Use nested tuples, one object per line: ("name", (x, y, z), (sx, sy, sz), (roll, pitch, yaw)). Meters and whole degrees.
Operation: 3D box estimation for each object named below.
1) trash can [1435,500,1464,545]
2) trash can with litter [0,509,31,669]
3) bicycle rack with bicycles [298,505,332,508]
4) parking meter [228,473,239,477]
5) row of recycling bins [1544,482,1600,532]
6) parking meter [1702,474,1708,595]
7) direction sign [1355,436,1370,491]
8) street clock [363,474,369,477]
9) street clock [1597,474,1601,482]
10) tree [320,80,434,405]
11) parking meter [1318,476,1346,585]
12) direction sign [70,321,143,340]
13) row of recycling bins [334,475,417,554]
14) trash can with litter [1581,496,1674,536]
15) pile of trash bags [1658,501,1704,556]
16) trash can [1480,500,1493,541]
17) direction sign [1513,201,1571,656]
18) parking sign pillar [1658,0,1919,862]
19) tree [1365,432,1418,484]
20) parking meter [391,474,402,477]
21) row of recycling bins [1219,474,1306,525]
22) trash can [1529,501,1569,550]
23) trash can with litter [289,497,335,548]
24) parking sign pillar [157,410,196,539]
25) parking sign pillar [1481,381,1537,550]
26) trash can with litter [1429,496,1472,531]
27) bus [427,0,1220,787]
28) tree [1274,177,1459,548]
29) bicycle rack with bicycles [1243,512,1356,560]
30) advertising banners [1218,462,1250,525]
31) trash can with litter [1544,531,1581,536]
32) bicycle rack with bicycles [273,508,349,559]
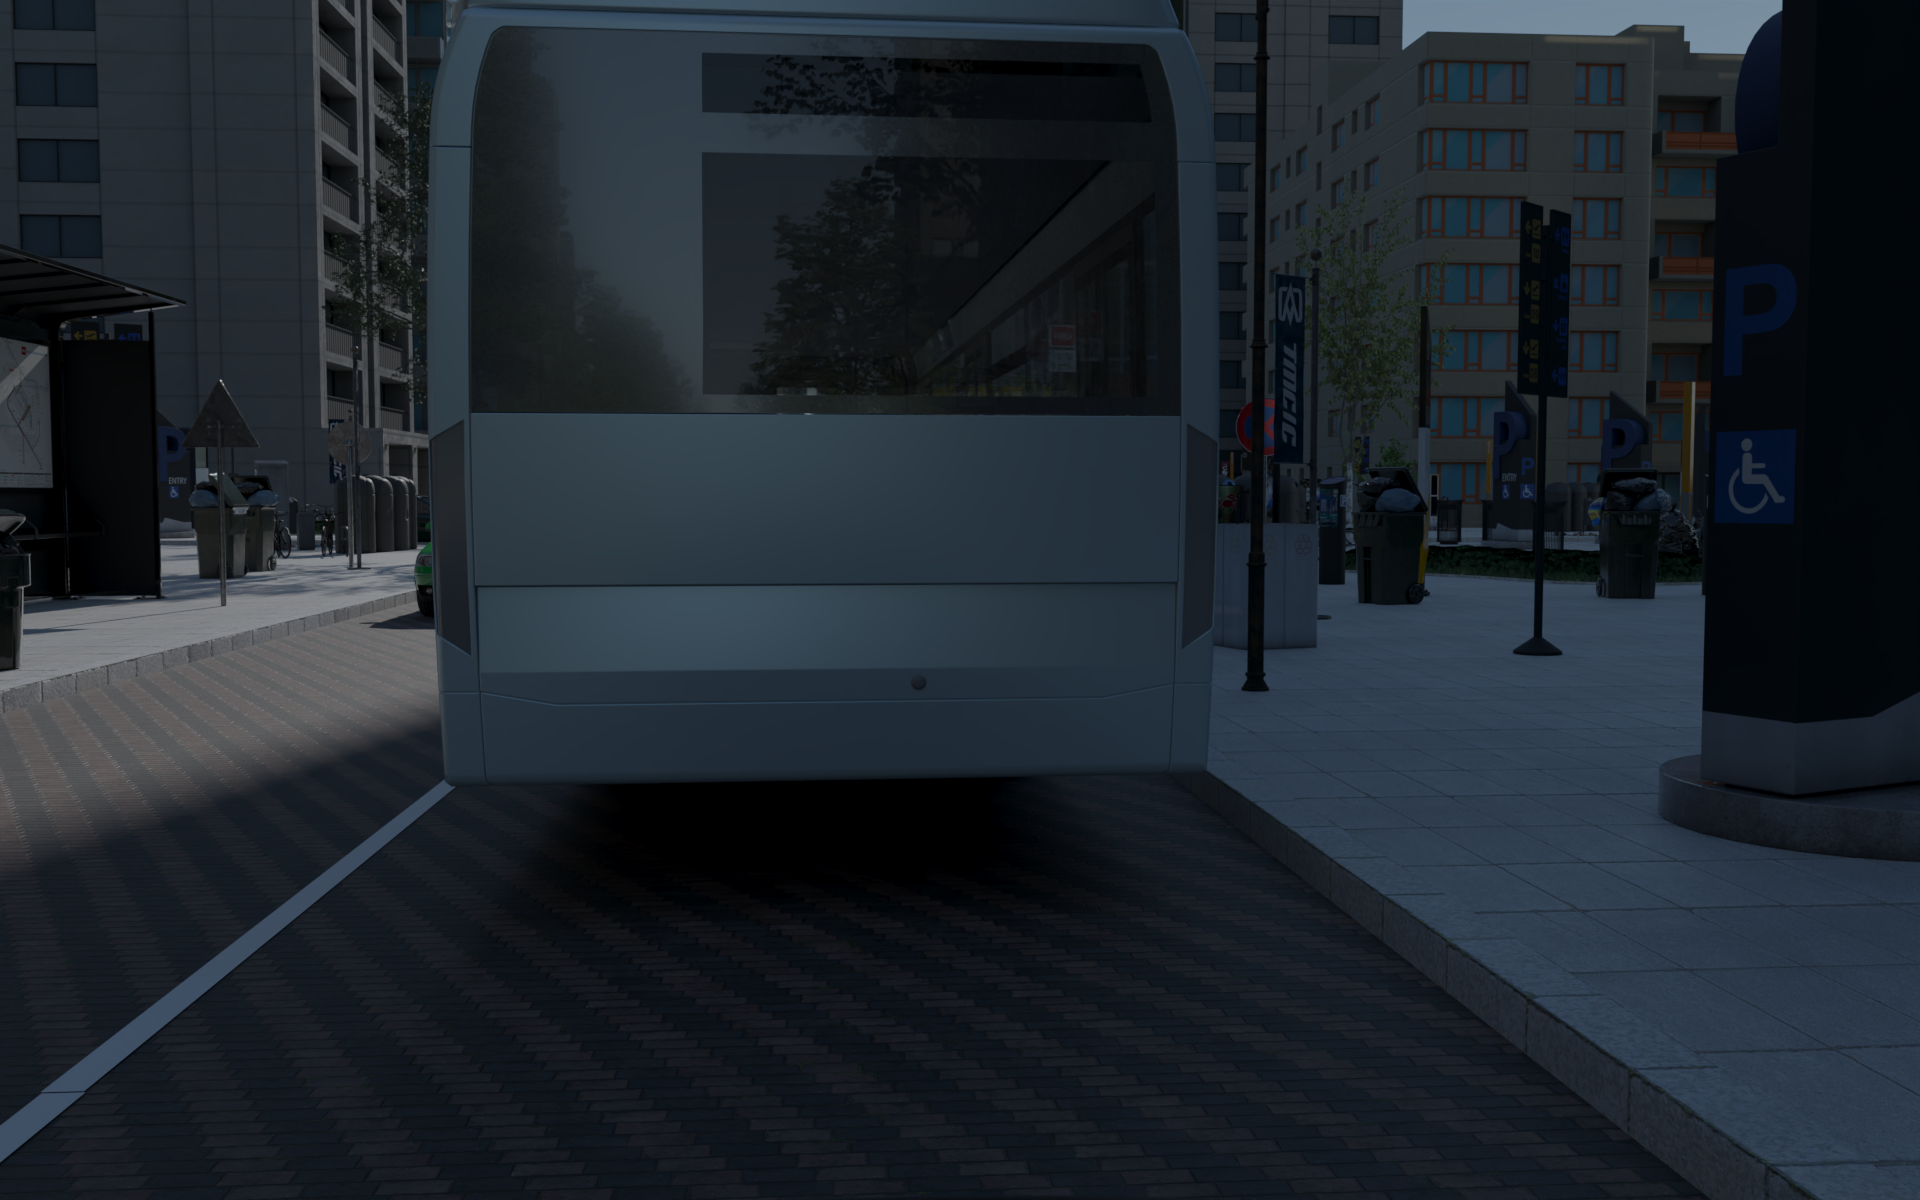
("trash can", (12.442, -1.981, 44.039), (0.748, 1.137, 0.748), (0, 3, 0))
("trash can with litter", (-7.351, -0.078, 12.669), (1.055, 1.170, 0.624), (1, 4, 19))
("bicycle rack with bicycles", (-22.134, -2.791, 59.012), (2.852, 0.926, 2.925), (-3, 5, -43))
("parking meter", (-20.536, -2.654, 49.108), (0.255, 1.863, 0.399), (0, 4, -5))
("row of recycling bins", (21.310, -3.207, 59.551), (3.534, 1.692, 1.069), (-3, 5, -41))
("parking meter", (9.599, -0.825, 21.900), (0.372, 1.533, 0.369), (0, 3, 0))
("direction sign", (15.785, -4.653, 68.069), (0.379, 3.537, 0.876), (-2, 4, -25))
("street clock", (-21.825, -3.616, 63.696), (0.358, 2.002, 0.471), (-1, 4, -18))
("street clock", (23.574, -3.611, 63.614), (0.358, 2.002, 0.471), (3, 5, 43))
("tree", (-9.386, -6.223, 36.165), (8.767, 10.594, 7.601), (0, 4, -2))
("parking meter", (5.288, -0.990, 24.592), (0.372, 1.533, 0.369), (0, 3, 0))
("direction sign", (-11.266, -1.895, 22.974), (0.876, 3.537, 0.379), (-3, 5, -41))
("row of recycling bins", (-13.040, -1.943, 38.881), (1.069, 1.692, 3.534), (0, 4, 1))
("trash can with litter", (15.614, -1.722, 39.216), (1.678, 1.210, 2.233), (-2, 4, -33))
("pile of trash bags", (12.970, -1.159, 28.698), (1.912, 1.369, 3.447), (-1, 4, -16))
("trash can", (13.300, -1.921, 43.062), (0.748, 1.137, 0.748), (0, 3, 0))
("direction sign", (4.634, -1.333, 13.789), (0.379, 3.537, 0.876), (3, 5, 42))
("parking sign pillar", (3.493, -1.110, 6.616), (1.447, 3.967, 1.447), (-2, 4, -27))
("tree", (13.306, -3.617, 53.733), (1.663, 3.219, 1.824), (0, 3, 0))
("parking meter", (-16.688, -2.797, 51.442), (0.255, 1.863, 0.399), (1, 4, 14))
("row of recycling bins", (5.706, -1.783, 36.269), (3.534, 1.692, 1.069), (-3, 4, -37))
("trash can", (11.798, -1.411, 34.725), (0.748, 1.137, 0.748), (0, 3, 0))
("trash can with litter", (-15.815, -1.866, 41.572), (2.233, 1.210, 1.678), (0, 4, 4))
("parking sign pillar", (-23.053, -3.787, 50.396), (1.447, 3.967, 1.447), (1, 4, 20))
("parking sign pillar", (12.982, -3.186, 40.558), (1.447, 3.967, 1.447), (-1, 4, -10))
("trash can with litter", (16.861, -3.018, 60.398), (1.678, 1.210, 2.233), (0, 4, -6))
("bus", (-1.116, -1.059, 12.180), (2.948, 3.499, 13.247), (0, 4, -6))
("tree", (9.555, -5.562, 41.303), (4.737, 8.622, 4.395), (0, 3, 0))
("bicycle rack with bicycles", (6.381, -1.203, 33.058), (2.925, 0.926, 2.852), (0, 4, 7))
("advertising banners", (3.191, -1.760, 24.964), (2.074, 3.025, 0.090), (2, 4, 33))
("trash can with litter", (18.999, -2.571, 53.086), (2.233, 1.210, 1.678), (2, 4, 31))
("bicycle rack with bicycles", (-13.706, -1.357, 35.564), (2.852, 0.926, 2.925), (-1, 4, -21))
